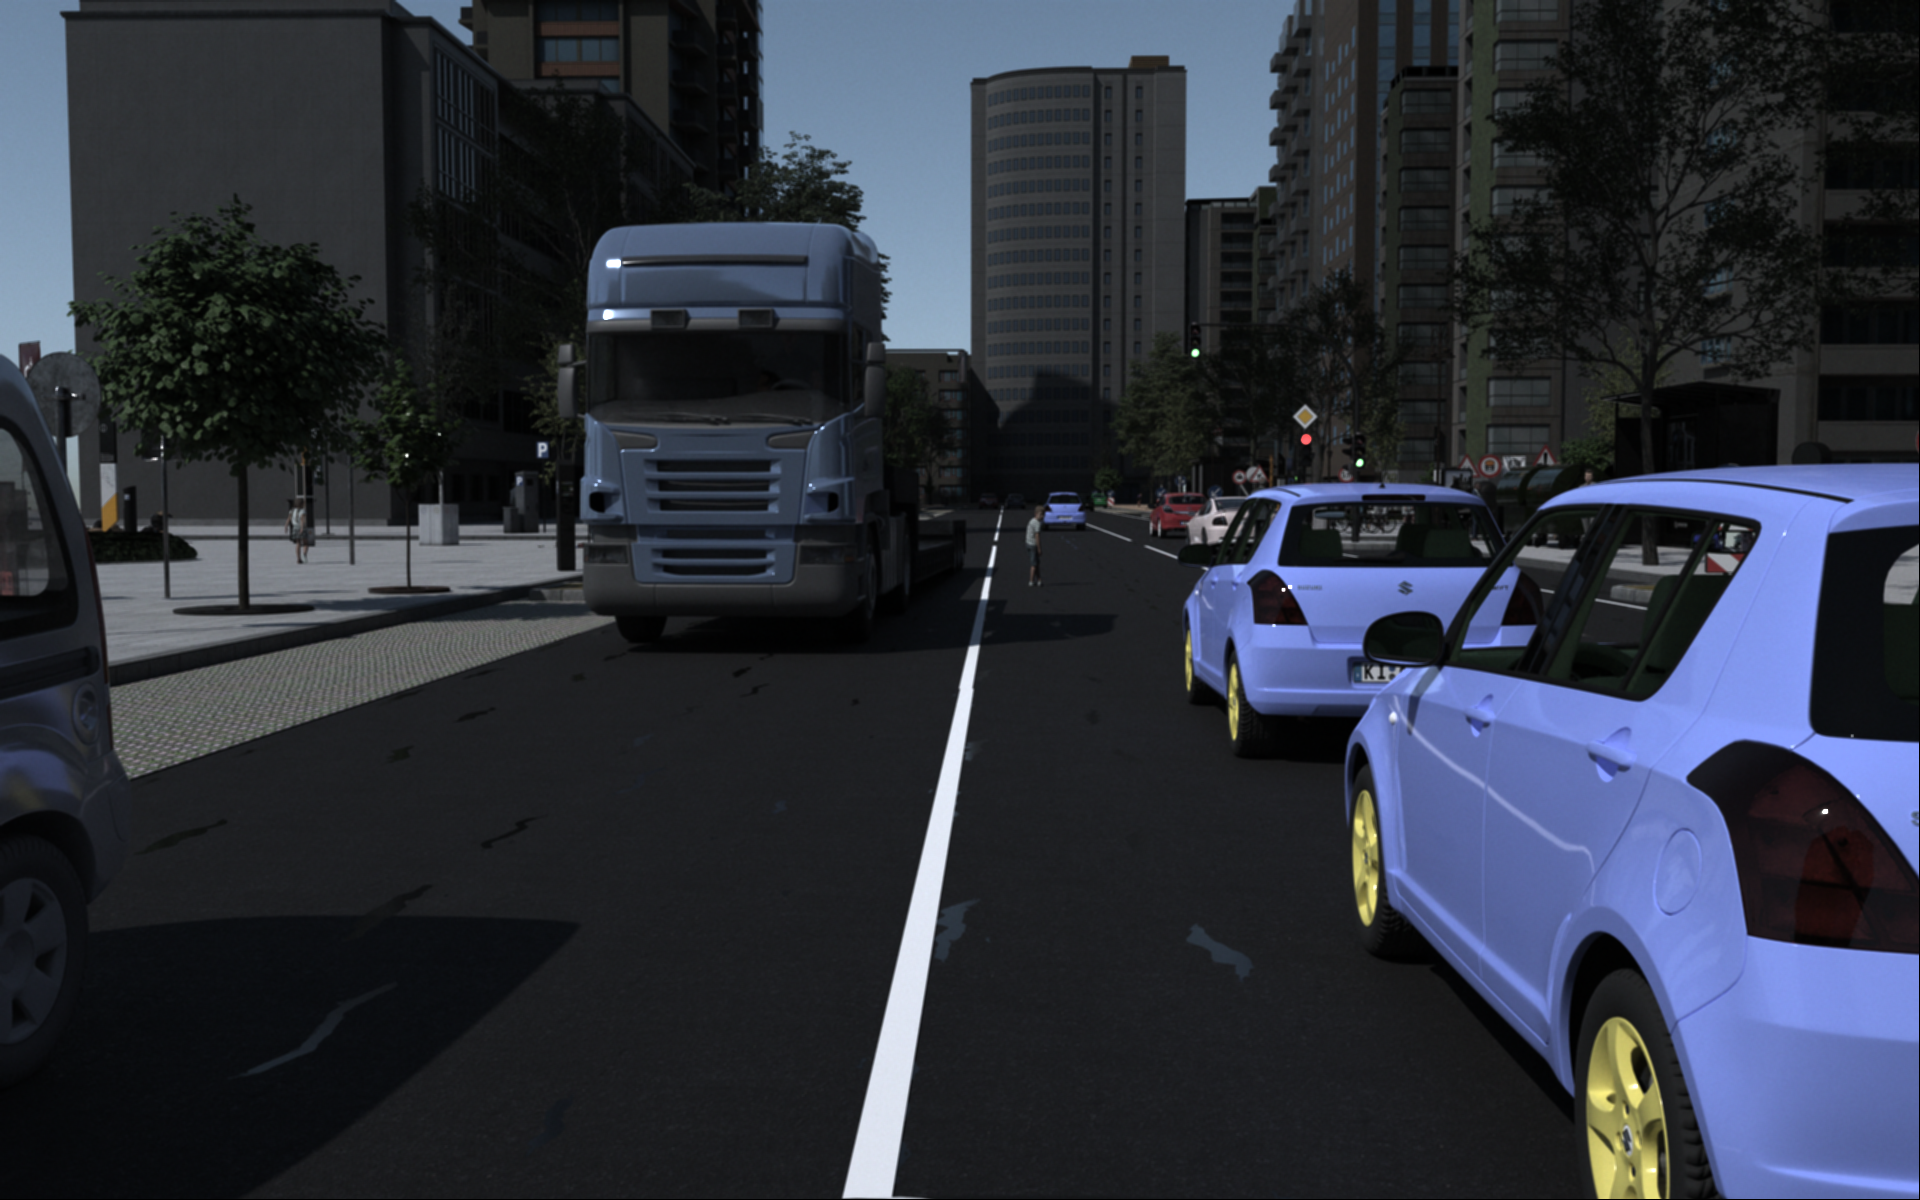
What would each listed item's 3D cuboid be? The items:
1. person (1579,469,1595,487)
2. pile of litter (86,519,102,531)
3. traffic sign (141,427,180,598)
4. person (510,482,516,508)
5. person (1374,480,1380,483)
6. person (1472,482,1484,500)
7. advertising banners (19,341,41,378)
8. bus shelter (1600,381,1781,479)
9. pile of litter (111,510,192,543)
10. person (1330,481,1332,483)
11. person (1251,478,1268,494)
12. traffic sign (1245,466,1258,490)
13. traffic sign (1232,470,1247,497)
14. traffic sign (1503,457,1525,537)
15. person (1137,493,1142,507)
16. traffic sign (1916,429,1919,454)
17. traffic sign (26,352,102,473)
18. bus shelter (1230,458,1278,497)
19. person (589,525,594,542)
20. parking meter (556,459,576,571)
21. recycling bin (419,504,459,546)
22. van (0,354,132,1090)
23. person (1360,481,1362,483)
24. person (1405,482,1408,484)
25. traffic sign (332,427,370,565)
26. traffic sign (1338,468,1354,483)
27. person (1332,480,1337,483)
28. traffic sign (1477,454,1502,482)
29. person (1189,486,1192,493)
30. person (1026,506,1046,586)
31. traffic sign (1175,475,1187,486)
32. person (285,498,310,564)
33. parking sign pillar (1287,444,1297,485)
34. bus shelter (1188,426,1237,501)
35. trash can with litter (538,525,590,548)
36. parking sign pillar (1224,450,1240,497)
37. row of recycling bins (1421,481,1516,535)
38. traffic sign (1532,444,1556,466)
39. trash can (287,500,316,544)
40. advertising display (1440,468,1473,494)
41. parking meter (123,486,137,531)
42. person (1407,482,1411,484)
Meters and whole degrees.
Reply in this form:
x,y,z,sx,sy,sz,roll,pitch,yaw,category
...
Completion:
x,y,z,sx,sy,sz,roll,pitch,yaw,category
13.103,-1.829,36.153,0.606,1.804,0.583,3,5,43,person
-28.396,-2.667,57.575,1.719,0.858,1.176,1,4,20,pile of litter
-9.809,-1.177,21.373,0.606,2.300,0.079,0,4,7,traffic sign
-19.212,-4.191,74.796,0.478,1.798,0.641,-1,4,-12,person
14.894,-3.402,62.015,0.694,1.780,0.624,-3,4,-36,person
15.459,-2.642,51.879,0.419,1.800,0.721,2,4,35,person
-11.325,-1.488,20.511,2.074,3.025,0.090,3,4,38,advertising banners
16.351,-2.929,39.173,1.731,3.624,6.357,0,4,2,bus shelter
-21.060,-1.922,45.391,1.719,0.858,1.176,1,4,18,pile of litter
15.026,-3.891,69.676,0.620,1.820,0.660,0,4,1,person
6.853,-1.862,39.121,0.661,1.801,0.590,3,5,40,person
13.546,-4.879,79.877,0.768,2.556,0.104,1,4,10,traffic sign
14.682,-5.557,90.960,0.768,2.556,0.104,1,4,10,traffic sign
14.974,-2.736,46.865,0.606,2.300,0.079,0,4,4,traffic sign
18.325,-10.229,176.516,0.421,1.427,0.697,-2,4,-26,person
16.397,-1.772,29.080,0.768,2.556,0.104,0,4,4,traffic sign
-8.054,-0.944,15.546,0.768,2.556,0.104,1,4,8,traffic sign
16.976,-6.501,100.212,2.014,3.302,5.546,0,4,2,bus shelter
-7.553,-1.862,36.341,0.661,1.843,0.795,-1,4,-20,person
-6.587,-1.420,28.927,0.255,1.863,0.399,-1,4,-22,parking meter
-13.050,-1.885,43.375,0.722,1.027,0.722,1,4,17,recycling bin
-3.161,0.253,2.876,2.013,2.044,4.112,0,4,3,van
16.959,-4.122,73.428,0.794,1.824,0.713,-3,5,-44,person
18.685,-4.027,72.070,0.537,1.800,0.526,-1,4,-15,person
-11.026,-1.911,31.347,0.768,2.556,0.104,0,4,3,traffic sign
17.822,-4.882,79.921,0.768,2.556,0.104,0,4,5,traffic sign
14.727,-3.784,68.004,0.679,1.850,0.850,3,4,36,person
16.895,-3.377,55.321,0.768,2.556,0.104,0,4,5,traffic sign
15.658,-6.751,116.430,0.555,1.821,0.388,2,4,27,person
1.186,-0.849,27.064,0.352,1.250,0.332,1,4,21,person
14.775,-7.087,115.976,0.768,2.556,0.104,0,4,7,traffic sign
-12.208,-1.271,31.846,0.505,1.210,0.382,1,4,9,person
17.801,-6.387,92.907,1.447,3.967,1.447,1,4,15,parking sign pillar
14.479,-7.512,100.452,2.179,5.291,8.768,0,4,2,bus shelter
-9.028,-1.875,41.710,2.233,1.210,1.678,1,4,11,trash can with litter
16.467,-7.189,106.016,1.447,3.967,1.447,-1,4,-18,parking sign pillar
15.936,-2.868,54.005,3.534,1.692,1.069,-1,4,-11,row of recycling bins
15.203,-2.755,45.043,0.884,2.594,0.081,1,4,10,traffic sign
-17.126,-2.045,45.084,0.748,1.137,0.748,0,3,0,trash can
12.556,-2.362,43.836,0.974,1.923,0.123,-2,4,-28,advertising display
-25.998,-2.804,54.259,0.372,1.533,0.369,0,3,0,parking meter
15.978,-3.348,61.782,0.512,1.701,0.522,-2,4,-28,person
